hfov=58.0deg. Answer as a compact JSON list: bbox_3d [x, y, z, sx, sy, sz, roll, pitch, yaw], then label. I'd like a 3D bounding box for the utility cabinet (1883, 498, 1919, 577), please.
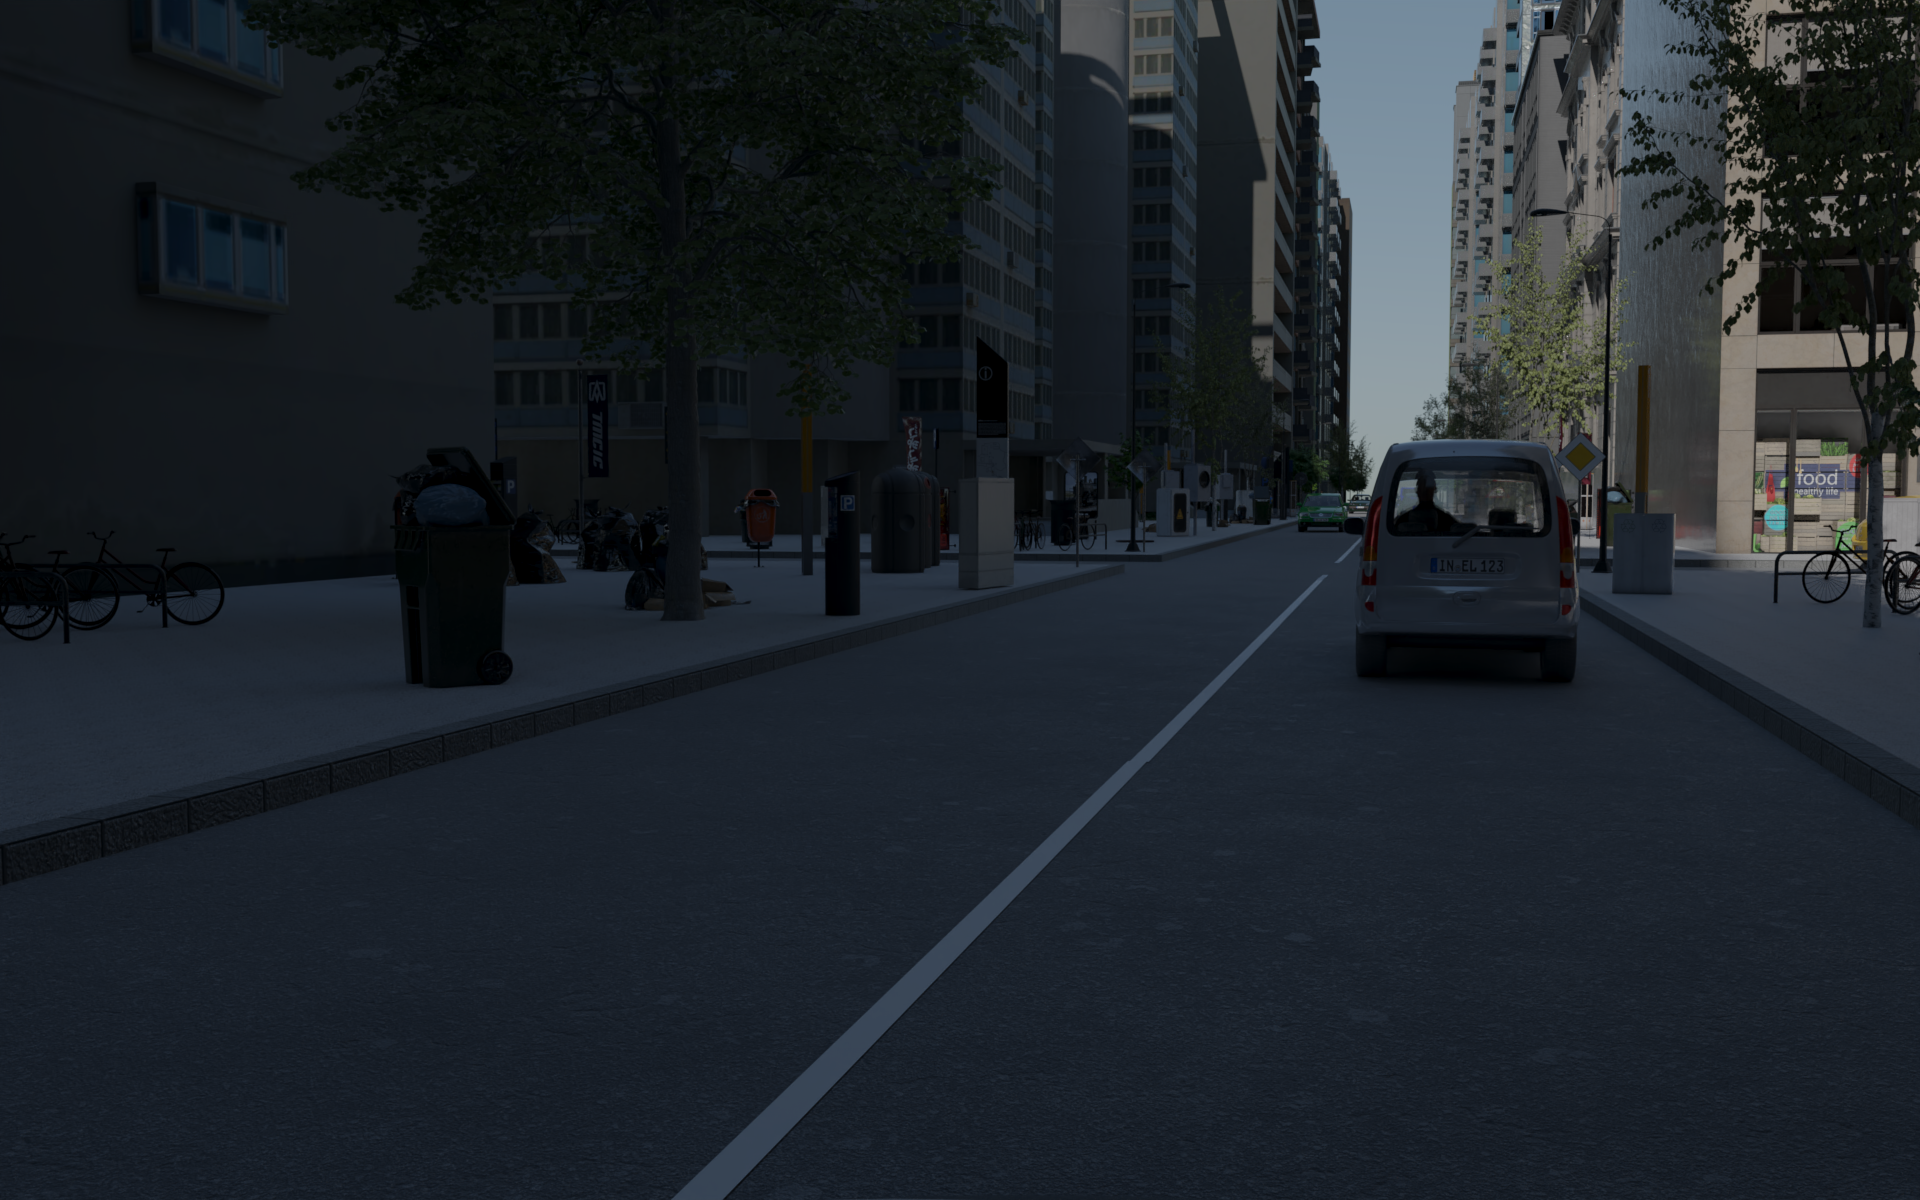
[{"bbox_3d":[15.207,-1.017,27.790,1.020,1.237,0.306,0,4,5],"label":"utility cabinet"}]

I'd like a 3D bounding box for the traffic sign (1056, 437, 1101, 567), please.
[{"bbox_3d":[2.061,-1.631,30.302,0.795,2.450,0.064,1,4,14],"label":"traffic sign"}]

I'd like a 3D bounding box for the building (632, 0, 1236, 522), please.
[{"bbox_3d":[0.918,-25.081,101.959,32.217,40.220,23.993,1,4,14],"label":"building"}]

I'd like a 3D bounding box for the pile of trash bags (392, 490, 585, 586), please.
[{"bbox_3d":[-7.326,-0.953,25.331,3.447,1.369,1.912,3,5,44],"label":"pile of trash bags"}]

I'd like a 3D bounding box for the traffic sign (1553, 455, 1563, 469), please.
[{"bbox_3d":[12.079,-1.976,35.957,0.795,2.450,0.064,1,4,14],"label":"traffic sign"}]

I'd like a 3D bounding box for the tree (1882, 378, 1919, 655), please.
[{"bbox_3d":[7.839,-1.123,12.960,1.663,3.219,1.824,0,3,0],"label":"tree"}]

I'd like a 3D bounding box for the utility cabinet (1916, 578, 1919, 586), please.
[{"bbox_3d":[13.838,-0.800,24.244,1.020,1.237,0.306,-2,4,-29],"label":"utility cabinet"}]

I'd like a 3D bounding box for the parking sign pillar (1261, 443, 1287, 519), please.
[{"bbox_3d":[16.122,-6.260,90.821,1.447,3.967,1.447,1,4,21],"label":"parking sign pillar"}]

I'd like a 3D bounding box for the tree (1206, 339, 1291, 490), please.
[{"bbox_3d":[13.530,-7.989,80.987,4.360,8.622,3.978,0,3,0],"label":"tree"}]

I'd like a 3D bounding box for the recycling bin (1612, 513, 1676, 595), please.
[{"bbox_3d":[8.879,-0.607,22.481,0.722,1.027,0.722,2,4,24],"label":"recycling bin"}]

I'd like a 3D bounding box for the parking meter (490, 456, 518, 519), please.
[{"bbox_3d":[-7.053,-1.289,26.793,0.255,1.863,0.399,2,4,25],"label":"parking meter"}]

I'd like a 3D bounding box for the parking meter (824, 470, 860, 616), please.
[{"bbox_3d":[-1.245,-0.608,18.346,0.372,1.533,0.369,0,3,0],"label":"parking meter"}]

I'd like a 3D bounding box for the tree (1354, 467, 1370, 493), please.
[{"bbox_3d":[38.442,-11.612,173.572,4.285,4.588,4.351,0,3,0],"label":"tree"}]

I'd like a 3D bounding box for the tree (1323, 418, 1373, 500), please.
[{"bbox_3d":[37.355,-13.316,168.075,4.737,8.622,4.395,0,3,0],"label":"tree"}]

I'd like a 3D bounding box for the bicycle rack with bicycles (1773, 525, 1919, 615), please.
[{"bbox_3d":[10.876,-0.385,19.669,2.925,0.926,2.852,-1,4,-15],"label":"bicycle rack with bicycles"}]

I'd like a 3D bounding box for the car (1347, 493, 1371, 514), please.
[{"bbox_3d":[29.343,-7.143,126.570,2.009,1.686,4.222,1,4,15],"label":"car"}]

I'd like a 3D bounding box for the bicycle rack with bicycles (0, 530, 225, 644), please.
[{"bbox_3d":[-8.683,-0.152,15.875,2.925,0.926,2.852,0,4,2],"label":"bicycle rack with bicycles"}]

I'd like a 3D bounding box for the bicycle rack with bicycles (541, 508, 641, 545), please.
[{"bbox_3d":[-9.595,-1.917,44.723,2.925,0.926,2.852,-1,4,-15],"label":"bicycle rack with bicycles"}]

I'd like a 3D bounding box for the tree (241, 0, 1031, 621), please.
[{"bbox_3d":[-3.143,-6.087,17.642,7.486,12.596,7.792,0,3,0],"label":"tree"}]

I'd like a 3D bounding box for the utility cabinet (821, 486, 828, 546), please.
[{"bbox_3d":[-3.042,-2.011,41.560,0.318,1.500,1.173,-1,4,-21],"label":"utility cabinet"}]

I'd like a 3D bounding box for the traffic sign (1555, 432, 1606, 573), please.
[{"bbox_3d":[10.089,-1.503,28.223,0.795,2.450,0.064,1,4,14],"label":"traffic sign"}]

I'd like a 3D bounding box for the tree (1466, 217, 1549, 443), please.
[{"bbox_3d":[15.808,-5.881,46.518,4.737,8.622,4.395,0,3,0],"label":"tree"}]

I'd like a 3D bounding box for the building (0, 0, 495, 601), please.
[{"bbox_3d":[-21.015,-24.330,21.495,21.600,48.544,21.300,1,4,14],"label":"building"}]

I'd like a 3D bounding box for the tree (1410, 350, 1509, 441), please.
[{"bbox_3d":[33.485,-10.942,113.320,8.767,10.594,7.601,2,4,26],"label":"tree"}]

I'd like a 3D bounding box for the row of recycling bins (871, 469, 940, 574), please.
[{"bbox_3d":[-0.945,-1.377,29.619,1.069,1.692,3.534,0,4,5],"label":"row of recycling bins"}]

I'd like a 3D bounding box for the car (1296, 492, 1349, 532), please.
[{"bbox_3d":[13.934,-3.525,66.437,1.959,1.807,4.718,1,4,14],"label":"car"}]

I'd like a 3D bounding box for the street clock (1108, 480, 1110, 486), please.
[{"bbox_3d":[6.707,-4.353,75.737,0.471,2.002,0.358,2,4,25],"label":"street clock"}]

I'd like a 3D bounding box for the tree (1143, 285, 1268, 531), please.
[{"bbox_3d":[8.634,-6.713,60.120,4.737,8.622,4.395,0,3,0],"label":"tree"}]

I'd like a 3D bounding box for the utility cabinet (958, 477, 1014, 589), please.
[{"bbox_3d":[0.355,-0.915,23.631,0.318,1.500,1.173,2,4,26],"label":"utility cabinet"}]

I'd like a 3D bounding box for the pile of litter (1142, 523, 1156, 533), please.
[{"bbox_3d":[6.672,-2.716,58.364,1.176,0.858,1.719,2,4,27],"label":"pile of litter"}]

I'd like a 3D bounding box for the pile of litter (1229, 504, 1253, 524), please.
[{"bbox_3d":[12.398,-3.747,75.228,1.719,0.858,1.176,0,4,-4],"label":"pile of litter"}]

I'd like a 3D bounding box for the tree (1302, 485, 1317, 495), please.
[{"bbox_3d":[25.171,-8.035,125.977,1.663,3.219,1.824,0,3,0],"label":"tree"}]

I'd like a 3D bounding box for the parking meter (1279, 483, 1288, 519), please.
[{"bbox_3d":[16.642,-5.097,89.042,0.399,1.863,0.255,0,4,5],"label":"parking meter"}]

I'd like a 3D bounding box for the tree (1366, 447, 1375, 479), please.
[{"bbox_3d":[61.197,-19.205,264.367,4.360,8.622,3.978,0,3,0],"label":"tree"}]

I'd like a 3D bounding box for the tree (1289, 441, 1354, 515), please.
[{"bbox_3d":[20.957,-7.519,106.648,4.285,4.588,4.351,0,3,0],"label":"tree"}]

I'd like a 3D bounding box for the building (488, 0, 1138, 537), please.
[{"bbox_3d":[-10.481,-22.669,62.513,32.217,40.220,23.993,1,4,14],"label":"building"}]

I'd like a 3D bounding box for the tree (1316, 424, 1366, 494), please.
[{"bbox_3d":[39.102,-14.040,179.914,4.360,8.622,3.978,0,3,0],"label":"tree"}]

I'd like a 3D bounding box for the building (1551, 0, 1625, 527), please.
[{"bbox_3d":[32.265,-17.349,71.053,14.401,28.519,23.554,1,4,14],"label":"building"}]

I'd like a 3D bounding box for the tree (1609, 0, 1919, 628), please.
[{"bbox_3d":[8.552,-4.040,16.421,4.737,8.622,4.395,0,3,0],"label":"tree"}]

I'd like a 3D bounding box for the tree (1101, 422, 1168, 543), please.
[{"bbox_3d":[4.531,-3.150,46.109,1.663,3.219,1.824,0,3,0],"label":"tree"}]

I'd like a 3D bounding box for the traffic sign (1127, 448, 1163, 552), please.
[{"bbox_3d":[4.051,-2.104,38.036,0.795,2.450,0.064,1,4,14],"label":"traffic sign"}]

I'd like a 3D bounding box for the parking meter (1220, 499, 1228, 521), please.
[{"bbox_3d":[12.577,-4.531,82.492,0.372,1.533,0.369,0,3,0],"label":"parking meter"}]

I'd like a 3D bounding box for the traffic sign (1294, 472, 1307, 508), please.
[{"bbox_3d":[19.905,-6.188,101.272,0.768,2.556,0.104,1,4,23],"label":"traffic sign"}]

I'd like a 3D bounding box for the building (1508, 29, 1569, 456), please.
[{"bbox_3d":[38.002,-18.408,94.485,14.314,27.812,24.014,1,4,14],"label":"building"}]

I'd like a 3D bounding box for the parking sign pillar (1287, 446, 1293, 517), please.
[{"bbox_3d":[18.420,-6.745,98.759,1.447,3.967,1.447,-2,4,-27],"label":"parking sign pillar"}]

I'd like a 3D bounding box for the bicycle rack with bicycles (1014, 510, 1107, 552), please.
[{"bbox_3d":[2.016,-1.601,39.556,2.852,0.926,2.925,2,4,27],"label":"bicycle rack with bicycles"}]

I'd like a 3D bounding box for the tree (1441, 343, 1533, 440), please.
[{"bbox_3d":[24.950,-8.036,81.758,4.360,8.622,3.978,0,3,0],"label":"tree"}]

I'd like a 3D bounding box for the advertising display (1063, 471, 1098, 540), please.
[{"bbox_3d":[3.403,-2.663,48.760,0.974,1.923,0.123,0,4,-7],"label":"advertising display"}]

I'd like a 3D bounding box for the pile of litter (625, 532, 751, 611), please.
[{"bbox_3d":[-3.097,-0.353,19.729,1.719,0.858,1.176,-3,4,-36],"label":"pile of litter"}]

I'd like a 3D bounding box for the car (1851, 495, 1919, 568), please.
[{"bbox_3d":[17.947,-1.237,30.452,3.980,1.641,2.015,1,4,13],"label":"car"}]

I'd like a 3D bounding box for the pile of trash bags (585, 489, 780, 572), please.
[{"bbox_3d":[-4.813,-1.222,29.729,3.447,1.369,1.912,-1,4,-16],"label":"pile of trash bags"}]
